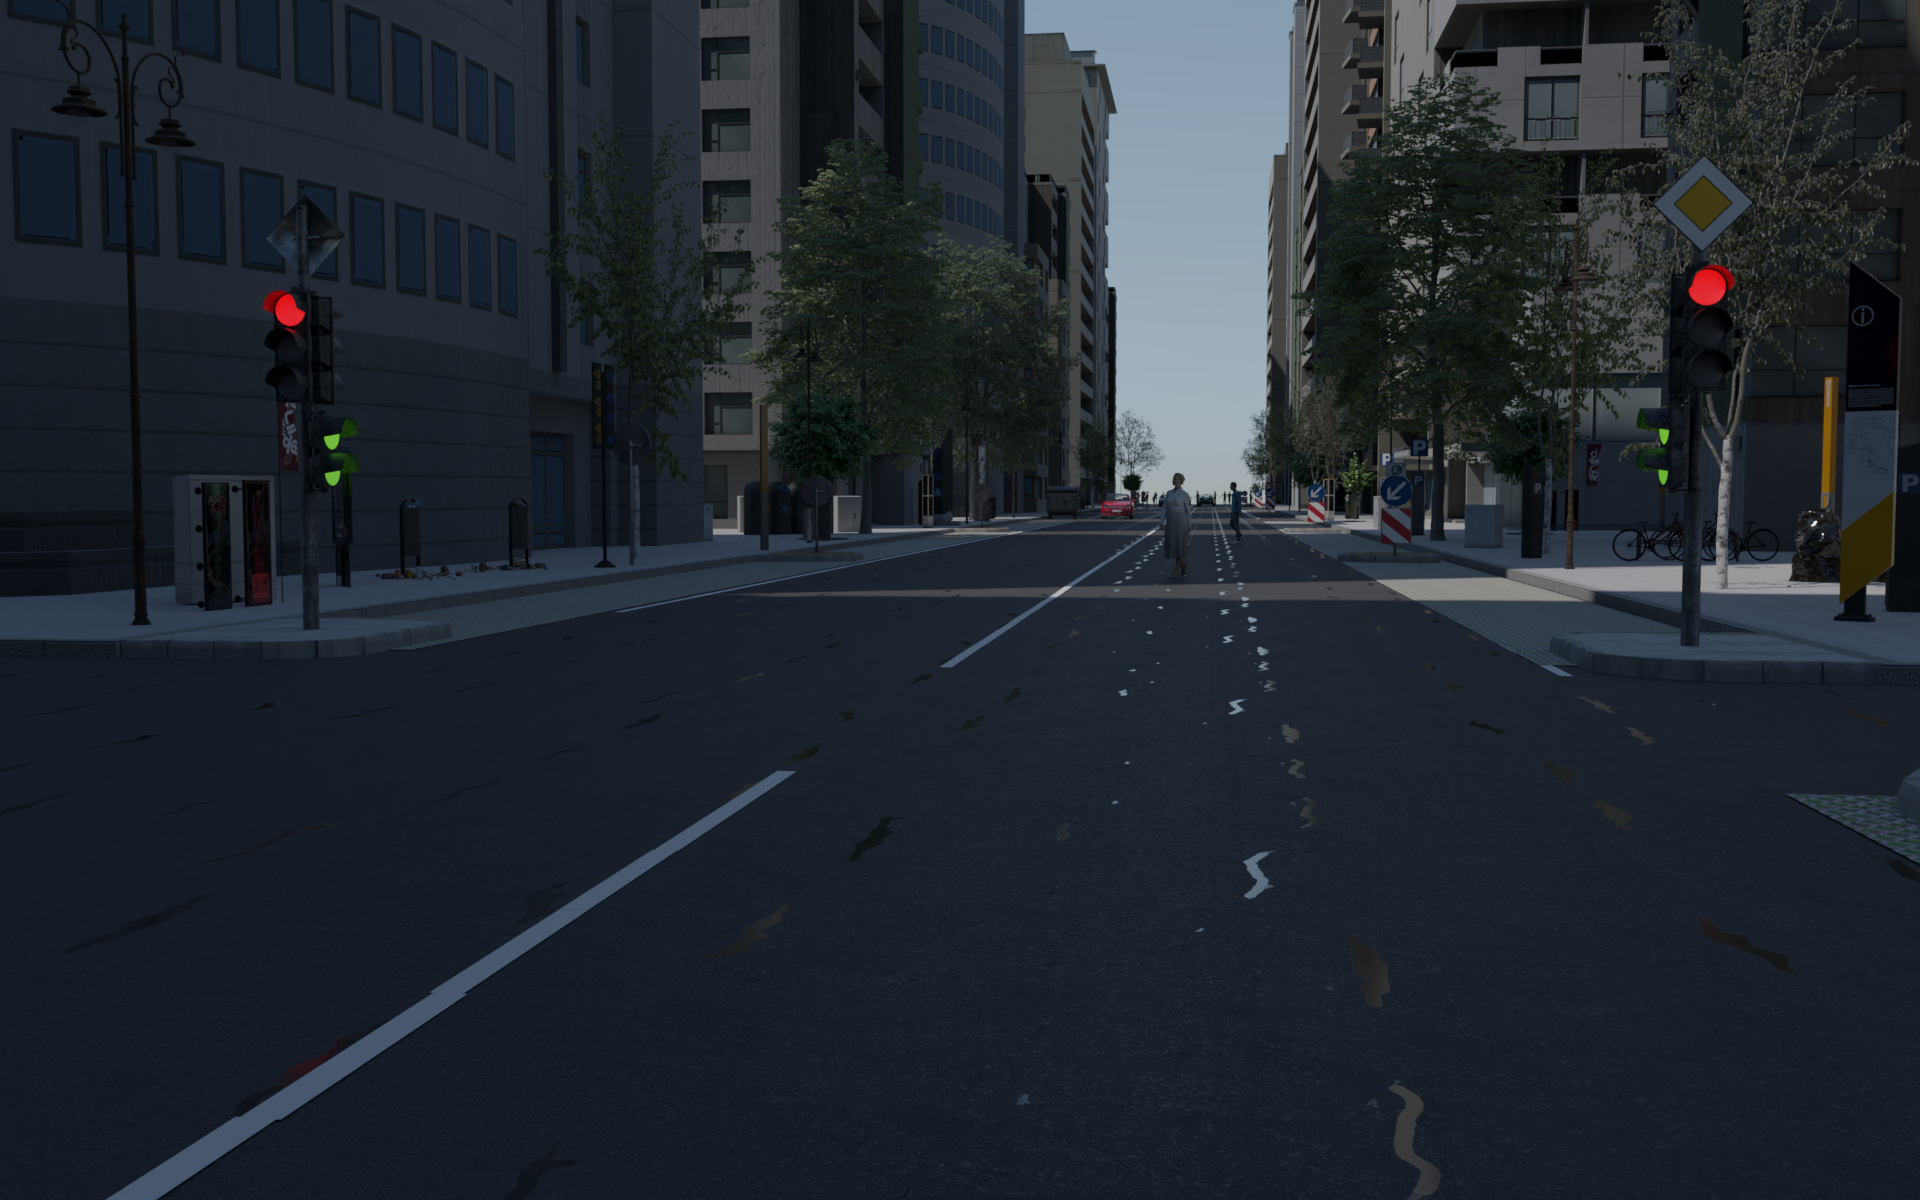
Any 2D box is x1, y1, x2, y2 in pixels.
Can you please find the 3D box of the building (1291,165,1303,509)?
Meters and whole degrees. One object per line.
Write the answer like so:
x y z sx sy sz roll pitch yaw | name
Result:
36.874 -23.340 153.314 14.160 30.474 14.107 1 4 8 | building

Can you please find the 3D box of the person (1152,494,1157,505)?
25.631 -13.221 227.901 0.697 1.427 0.421 1 4 16 | person

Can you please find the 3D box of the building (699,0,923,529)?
-9.530 -18.179 68.927 14.160 30.474 14.107 1 4 8 | building

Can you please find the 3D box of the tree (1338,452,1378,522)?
18.230 -5.234 80.173 1.663 3.219 1.824 0 3 0 | tree

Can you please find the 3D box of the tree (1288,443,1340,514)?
22.713 -7.790 111.074 4.285 4.588 4.351 0 3 0 | tree

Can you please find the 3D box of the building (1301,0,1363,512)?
38.017 -31.247 134.593 21.300 48.544 21.600 1 4 8 | building

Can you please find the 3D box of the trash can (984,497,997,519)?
1.560 -4.750 89.323 0.748 1.137 0.748 0 3 0 | trash can

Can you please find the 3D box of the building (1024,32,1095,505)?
3.202 -34.507 187.890 21.300 48.544 21.600 1 4 8 | building

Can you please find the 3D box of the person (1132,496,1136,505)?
20.474 -11.905 203.818 0.551 1.740 0.621 -3 4 -38 | person

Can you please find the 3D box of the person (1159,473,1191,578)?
3.738 -1.282 29.690 0.478 1.798 0.641 3 5 42 | person

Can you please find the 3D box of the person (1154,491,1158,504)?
28.133 -14.680 248.390 0.709 1.838 0.599 2 4 28 | person

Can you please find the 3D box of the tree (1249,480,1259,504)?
40.020 -14.742 235.633 1.663 3.219 1.824 0 3 0 | tree

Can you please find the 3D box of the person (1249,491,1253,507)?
32.023 -11.133 190.528 0.705 1.824 1.348 0 4 -1 | person

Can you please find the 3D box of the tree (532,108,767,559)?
-6.162 -5.117 34.022 4.737 8.622 4.395 0 3 0 | tree

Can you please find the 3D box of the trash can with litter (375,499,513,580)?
-8.226 -0.964 26.814 1.678 1.210 2.233 1 4 10 | trash can with litter

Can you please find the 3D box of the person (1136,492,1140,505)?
22.554 -12.832 218.976 0.621 1.740 0.551 -1 4 -23 | person

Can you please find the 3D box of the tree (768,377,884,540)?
-3.850 -3.977 48.736 4.285 4.588 4.351 0 3 0 | tree

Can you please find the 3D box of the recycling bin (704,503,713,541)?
-7.249 -2.139 47.522 0.722 1.027 0.722 -3 4 -38 | recycling bin

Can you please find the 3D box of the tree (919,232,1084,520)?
0.859 -10.902 84.903 9.857 13.997 8.962 0 3 0 | tree

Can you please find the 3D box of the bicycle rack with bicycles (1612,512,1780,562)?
14.258 -1.232 33.533 2.925 0.926 2.852 2 4 24 | bicycle rack with bicycles

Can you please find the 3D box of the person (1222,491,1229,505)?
34.056 -13.114 222.924 1.348 1.822 0.705 3 4 37 | person

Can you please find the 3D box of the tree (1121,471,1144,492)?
23.700 -15.547 237.912 4.285 4.588 4.351 0 3 0 | tree

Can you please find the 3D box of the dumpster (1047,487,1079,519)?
5.852 -5.538 98.767 1.865 1.857 1.264 0 4 8 | dumpster

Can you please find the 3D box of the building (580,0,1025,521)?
-7.957 -34.507 106.194 21.231 58.520 28.212 1 4 8 | building

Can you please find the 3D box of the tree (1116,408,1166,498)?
24.493 -20.692 248.689 12.009 13.543 11.850 0 3 0 | tree

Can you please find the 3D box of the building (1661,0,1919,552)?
25.436 -16.629 43.590 14.160 30.474 14.107 1 4 8 | building

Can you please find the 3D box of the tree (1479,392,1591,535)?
18.198 -4.361 55.008 4.285 4.588 4.351 0 3 0 | tree

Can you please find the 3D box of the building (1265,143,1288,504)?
52.544 -37.303 233.599 21.300 48.544 21.600 1 4 8 | building

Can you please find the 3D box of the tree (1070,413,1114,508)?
12.031 -12.607 156.493 4.360 8.622 3.978 0 3 0 | tree

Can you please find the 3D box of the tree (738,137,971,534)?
-3.295 -8.442 56.154 7.486 12.596 7.792 0 3 0 | tree

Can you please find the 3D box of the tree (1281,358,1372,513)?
20.086 -8.730 93.097 4.360 8.622 3.978 0 3 0 | tree

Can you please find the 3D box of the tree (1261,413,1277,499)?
23.228 -10.342 119.459 4.360 8.622 3.978 0 3 0 | tree

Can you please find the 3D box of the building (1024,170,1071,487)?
2.383 -23.534 156.484 14.160 30.474 14.107 1 4 8 | building

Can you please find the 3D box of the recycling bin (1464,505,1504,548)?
12.509 -1.761 41.346 0.722 1.027 0.722 3 4 36 | recycling bin

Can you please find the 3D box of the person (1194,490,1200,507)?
25.884 -11.037 188.939 0.705 1.826 1.348 2 4 35 | person

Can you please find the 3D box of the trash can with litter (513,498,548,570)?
-7.809 -1.124 29.434 1.678 1.210 2.233 1 4 18 | trash can with litter

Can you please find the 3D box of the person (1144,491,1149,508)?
19.153 -10.315 177.979 0.721 1.723 1.217 2 4 23 | person

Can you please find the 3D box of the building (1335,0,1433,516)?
35.754 -27.813 109.359 22.147 44.769 28.867 1 4 8 | building

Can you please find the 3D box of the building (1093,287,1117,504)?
13.645 -28.216 233.033 14.160 30.474 14.107 1 4 8 | building

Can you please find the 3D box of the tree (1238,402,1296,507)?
31.865 -14.668 174.241 8.767 10.594 7.601 3 4 39 | tree

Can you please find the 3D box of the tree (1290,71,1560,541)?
12.819 -7.911 47.466 7.486 12.596 7.792 0 3 0 | tree

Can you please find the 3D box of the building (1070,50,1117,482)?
4.162 -38.135 212.741 28.713 52.752 27.495 1 4 8 | building

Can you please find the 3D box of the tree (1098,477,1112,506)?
15.728 -12.011 190.988 1.663 3.219 1.824 0 3 0 | tree

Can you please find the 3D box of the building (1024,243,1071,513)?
-6.286 -17.788 135.880 27.650 21.520 28.899 1 4 8 | building

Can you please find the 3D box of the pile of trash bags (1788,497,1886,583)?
13.747 -1.011 26.282 1.912 1.369 3.447 2 4 33 | pile of trash bags

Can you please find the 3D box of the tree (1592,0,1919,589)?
10.457 -4.464 23.351 4.360 8.622 3.978 0 3 0 | tree

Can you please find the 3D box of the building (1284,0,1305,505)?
49.876 -40.709 207.598 21.231 58.520 28.212 1 4 8 | building

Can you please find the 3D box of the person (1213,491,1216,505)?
32.934 -13.174 223.862 0.705 1.831 1.348 0 4 0 | person

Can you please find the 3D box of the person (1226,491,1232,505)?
36.889 -13.985 237.245 0.705 1.812 1.348 -2 4 -34 | person

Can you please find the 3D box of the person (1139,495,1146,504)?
23.961 -13.323 226.428 1.348 1.812 0.705 2 4 35 | person

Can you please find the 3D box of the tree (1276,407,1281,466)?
20.884 -9.238 101.408 4.360 8.622 3.978 0 3 0 | tree

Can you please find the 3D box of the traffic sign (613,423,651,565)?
-5.915 -1.898 31.142 0.768 2.556 0.104 1 4 17 | traffic sign

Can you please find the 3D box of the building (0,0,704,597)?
-19.262 -29.998 32.463 21.231 58.520 28.212 1 4 8 | building

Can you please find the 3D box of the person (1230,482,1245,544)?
7.997 -2.517 49.992 0.444 1.785 0.601 1 4 9 | person

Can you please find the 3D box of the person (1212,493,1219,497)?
36.219 -14.474 245.824 1.217 1.739 0.721 1 4 20 | person

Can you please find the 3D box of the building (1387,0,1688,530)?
33.035 -29.524 71.953 28.713 52.752 27.495 1 4 8 | building

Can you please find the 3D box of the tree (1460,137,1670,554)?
12.757 -5.279 36.666 4.737 8.622 4.395 0 3 0 | tree

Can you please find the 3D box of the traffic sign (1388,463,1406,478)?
14.189 -3.316 56.349 0.606 2.300 0.079 1 4 9 | traffic sign

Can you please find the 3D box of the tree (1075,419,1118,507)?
12.931 -13.277 167.436 4.737 8.622 4.395 0 3 0 | tree

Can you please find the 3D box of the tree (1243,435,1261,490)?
35.321 -15.339 201.149 4.360 8.622 3.978 0 3 0 | tree
